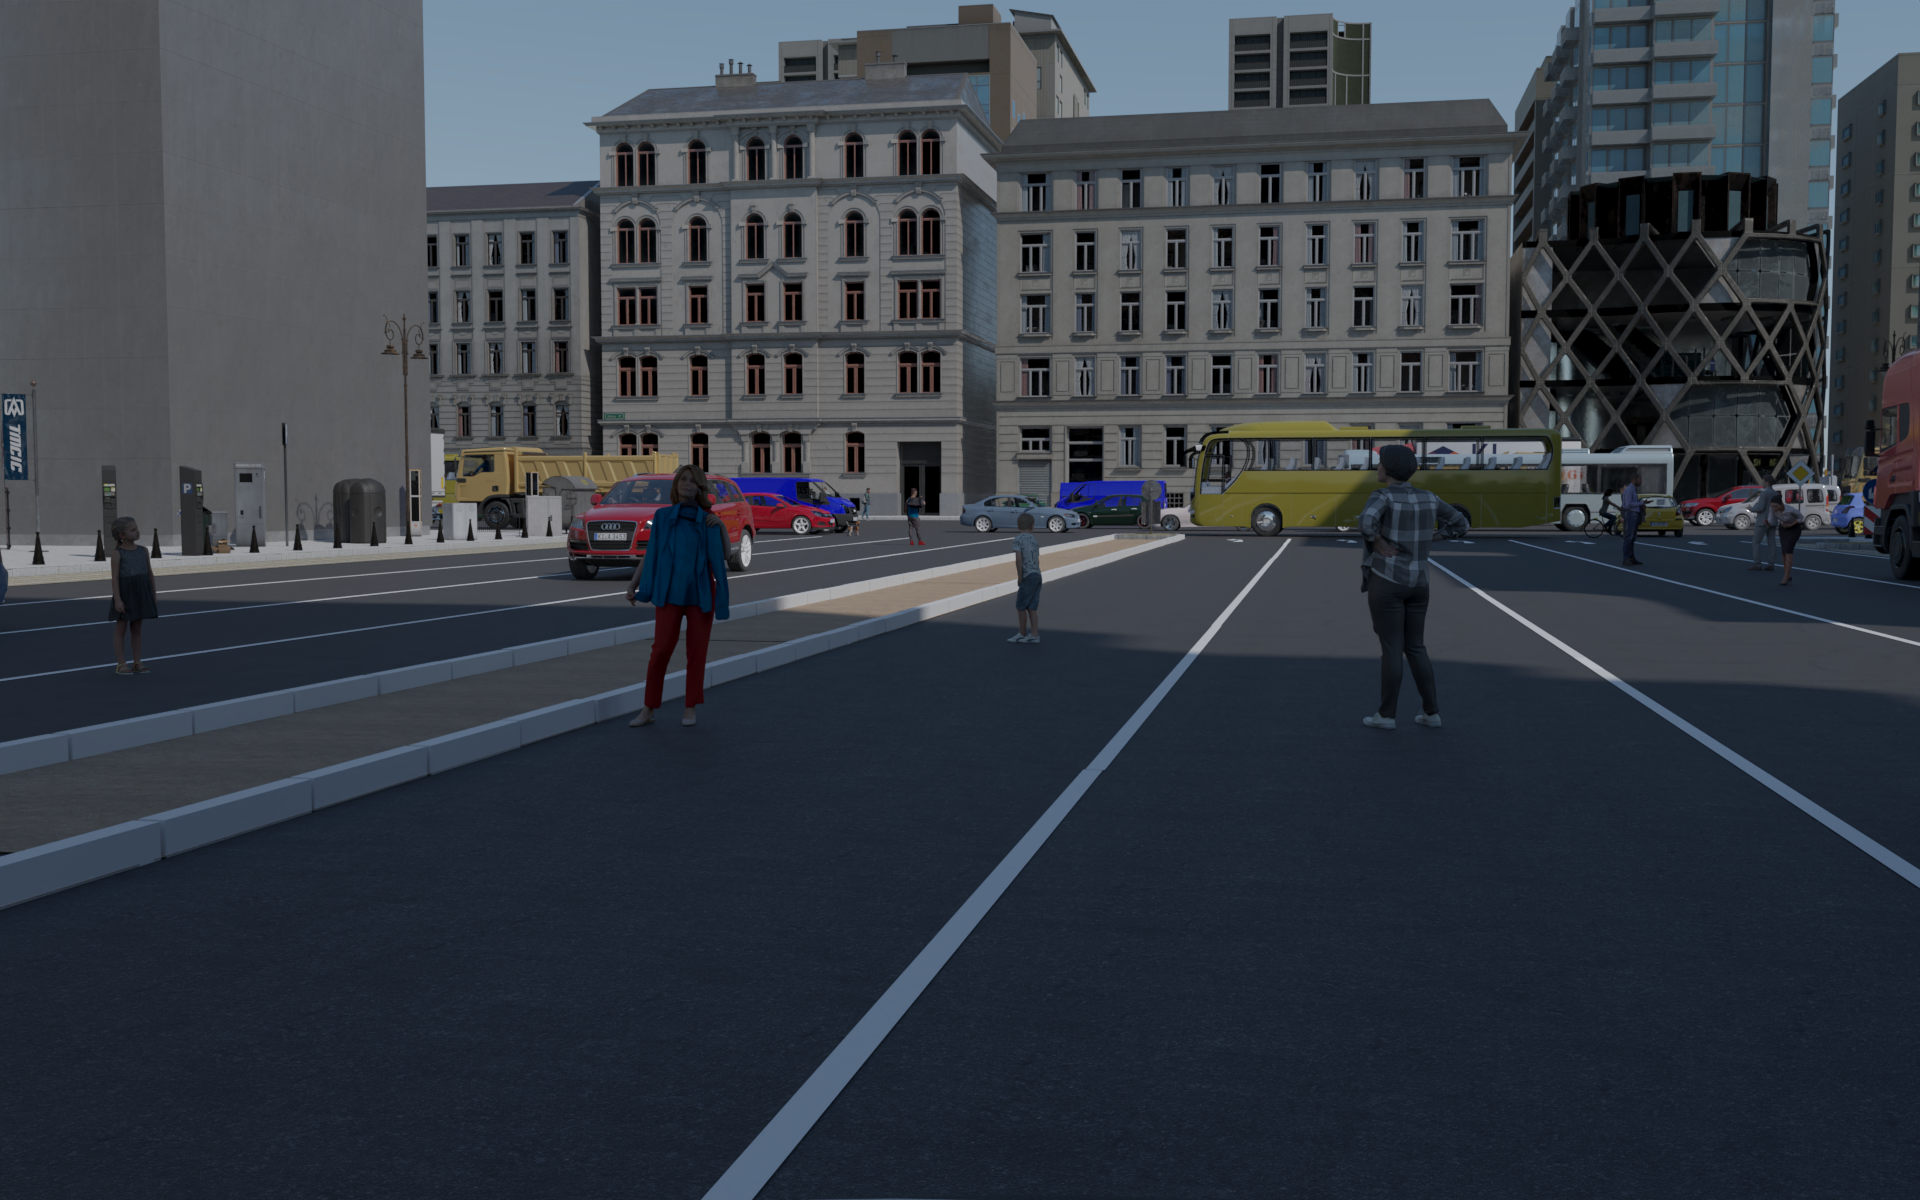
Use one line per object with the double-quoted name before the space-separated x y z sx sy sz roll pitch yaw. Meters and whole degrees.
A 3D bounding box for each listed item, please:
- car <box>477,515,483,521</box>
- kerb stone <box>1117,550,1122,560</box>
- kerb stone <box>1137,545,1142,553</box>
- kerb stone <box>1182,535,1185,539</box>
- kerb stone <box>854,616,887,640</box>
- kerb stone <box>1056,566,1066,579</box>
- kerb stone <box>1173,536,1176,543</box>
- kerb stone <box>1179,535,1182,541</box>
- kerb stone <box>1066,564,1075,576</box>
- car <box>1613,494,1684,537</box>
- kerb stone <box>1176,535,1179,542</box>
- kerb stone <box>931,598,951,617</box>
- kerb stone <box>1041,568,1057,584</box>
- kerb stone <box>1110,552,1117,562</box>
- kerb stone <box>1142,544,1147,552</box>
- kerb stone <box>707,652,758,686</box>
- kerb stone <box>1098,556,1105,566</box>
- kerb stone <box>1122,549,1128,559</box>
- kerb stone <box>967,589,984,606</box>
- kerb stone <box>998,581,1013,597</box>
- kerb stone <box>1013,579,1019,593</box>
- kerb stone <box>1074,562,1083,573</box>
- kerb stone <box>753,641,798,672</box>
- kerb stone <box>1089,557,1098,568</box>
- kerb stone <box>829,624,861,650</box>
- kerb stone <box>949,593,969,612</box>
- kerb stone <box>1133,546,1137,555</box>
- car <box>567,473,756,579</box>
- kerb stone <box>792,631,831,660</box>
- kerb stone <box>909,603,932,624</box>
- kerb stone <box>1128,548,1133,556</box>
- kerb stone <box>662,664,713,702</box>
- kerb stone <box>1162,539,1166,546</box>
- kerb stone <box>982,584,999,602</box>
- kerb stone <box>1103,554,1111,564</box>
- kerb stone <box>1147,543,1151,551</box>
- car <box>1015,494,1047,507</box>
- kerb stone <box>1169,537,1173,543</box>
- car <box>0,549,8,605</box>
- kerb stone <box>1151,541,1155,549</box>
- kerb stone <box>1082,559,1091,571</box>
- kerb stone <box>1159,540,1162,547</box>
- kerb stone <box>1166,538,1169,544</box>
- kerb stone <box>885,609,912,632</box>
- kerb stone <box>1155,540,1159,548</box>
"car" -24.697 -4.921 92.254 4.920 1.459 2.131 1 4 10
"kerb stone" 3.352 -0.942 37.596 0.120 0.150 1.000 1 4 12
"kerb stone" 4.209 -1.187 41.627 0.120 0.150 1.000 1 4 12
"kerb stone" 6.785 -1.928 53.727 0.120 0.150 1.000 1 4 12
"kerb stone" -0.938 0.293 17.403 0.120 0.150 1.000 1 4 12
"kerb stone" 1.634 -0.448 29.519 0.120 0.150 1.000 1 4 12
"kerb stone" 6.137 -1.744 50.709 0.120 0.150 1.000 1 4 12
"kerb stone" 6.575 -1.860 52.719 0.120 0.150 1.000 1 4 12
"kerb stone" 1.850 -0.505 30.528 0.120 0.150 1.000 1 4 12
"car" 23.494 -2.996 59.213 2.015 1.641 3.980 1 4 10
"kerb stone" 6.360 -1.804 51.713 0.120 0.150 1.000 1 4 12
"kerb stone" -0.301 0.108 20.422 0.120 0.150 1.000 1 4 12
"kerb stone" 1.423 -0.383 28.509 0.120 0.150 1.000 1 4 12
"kerb stone" 3.143 -0.880 36.588 0.120 0.150 1.000 1 4 12
"kerb stone" 4.423 -1.250 42.637 0.120 0.150 1.000 1 4 12
"kerb stone" -1.797 0.539 13.375 0.120 0.150 1.000 1 4 12
"kerb stone" 2.712 -0.754 34.562 0.120 0.150 1.000 1 4 12
"kerb stone" 3.573 -1.004 38.603 0.120 0.150 1.000 1 4 12
"kerb stone" 0.126 -0.013 22.444 0.120 0.150 1.000 1 4 12
"kerb stone" 0.568 -0.139 24.461 0.120 0.150 1.000 1 4 12
"kerb stone" 0.782 -0.198 25.480 0.120 0.150 1.000 1 4 12
"kerb stone" 2.064 -0.567 31.533 0.120 0.150 1.000 1 4 12
"kerb stone" -1.578 0.481 14.380 0.120 0.150 1.000 1 4 12
"kerb stone" 2.492 -0.695 33.554 0.120 0.150 1.000 1 4 12
"kerb stone" -1.151 0.360 16.398 0.120 0.150 1.000 1 4 12
"kerb stone" -0.086 0.048 21.429 0.120 0.150 1.000 1 4 12
"kerb stone" 3.989 -1.127 40.617 0.120 0.150 1.000 1 4 12
"car" -5.209 -1.349 30.737 2.281 1.827 5.304 1 4 11
"kerb stone" -1.367 0.416 15.386 0.120 0.150 1.000 1 4 12
"kerb stone" -0.509 0.170 19.415 0.120 0.150 1.000 1 4 12
"kerb stone" 3.776 -1.065 39.611 0.120 0.150 1.000 1 4 12
"kerb stone" -2.010 0.602 12.357 0.120 0.150 1.000 1 4 12
"kerb stone" 5.505 -1.559 47.680 0.120 0.150 1.000 1 4 12
"kerb stone" 0.344 -0.077 23.449 0.120 0.150 1.000 1 4 12
"kerb stone" 2.926 -0.811 35.583 0.120 0.150 1.000 1 4 12
"kerb stone" 4.640 -1.312 43.644 0.120 0.150 1.000 1 4 12
"car" 3.271 -4.633 87.544 2.131 1.459 4.920 1 4 12
"kerb stone" 5.933 -1.681 49.701 0.120 0.150 1.000 1 4 12
"car" -11.276 -0.273 16.472 2.014 1.417 4.499 1 4 13
"kerb stone" 4.854 -1.373 44.650 0.120 0.150 1.000 1 4 12
"kerb stone" 2.277 -0.629 32.539 0.120 0.150 1.000 1 4 12
"kerb stone" 5.280 -1.497 46.677 0.120 0.150 1.000 1 4 12
"kerb stone" 5.703 -1.617 48.690 0.120 0.150 1.000 1 4 12
"kerb stone" -0.718 0.235 18.408 0.120 0.150 1.000 1 4 12
"kerb stone" 5.068 -1.435 45.656 0.120 0.150 1.000 1 4 12
